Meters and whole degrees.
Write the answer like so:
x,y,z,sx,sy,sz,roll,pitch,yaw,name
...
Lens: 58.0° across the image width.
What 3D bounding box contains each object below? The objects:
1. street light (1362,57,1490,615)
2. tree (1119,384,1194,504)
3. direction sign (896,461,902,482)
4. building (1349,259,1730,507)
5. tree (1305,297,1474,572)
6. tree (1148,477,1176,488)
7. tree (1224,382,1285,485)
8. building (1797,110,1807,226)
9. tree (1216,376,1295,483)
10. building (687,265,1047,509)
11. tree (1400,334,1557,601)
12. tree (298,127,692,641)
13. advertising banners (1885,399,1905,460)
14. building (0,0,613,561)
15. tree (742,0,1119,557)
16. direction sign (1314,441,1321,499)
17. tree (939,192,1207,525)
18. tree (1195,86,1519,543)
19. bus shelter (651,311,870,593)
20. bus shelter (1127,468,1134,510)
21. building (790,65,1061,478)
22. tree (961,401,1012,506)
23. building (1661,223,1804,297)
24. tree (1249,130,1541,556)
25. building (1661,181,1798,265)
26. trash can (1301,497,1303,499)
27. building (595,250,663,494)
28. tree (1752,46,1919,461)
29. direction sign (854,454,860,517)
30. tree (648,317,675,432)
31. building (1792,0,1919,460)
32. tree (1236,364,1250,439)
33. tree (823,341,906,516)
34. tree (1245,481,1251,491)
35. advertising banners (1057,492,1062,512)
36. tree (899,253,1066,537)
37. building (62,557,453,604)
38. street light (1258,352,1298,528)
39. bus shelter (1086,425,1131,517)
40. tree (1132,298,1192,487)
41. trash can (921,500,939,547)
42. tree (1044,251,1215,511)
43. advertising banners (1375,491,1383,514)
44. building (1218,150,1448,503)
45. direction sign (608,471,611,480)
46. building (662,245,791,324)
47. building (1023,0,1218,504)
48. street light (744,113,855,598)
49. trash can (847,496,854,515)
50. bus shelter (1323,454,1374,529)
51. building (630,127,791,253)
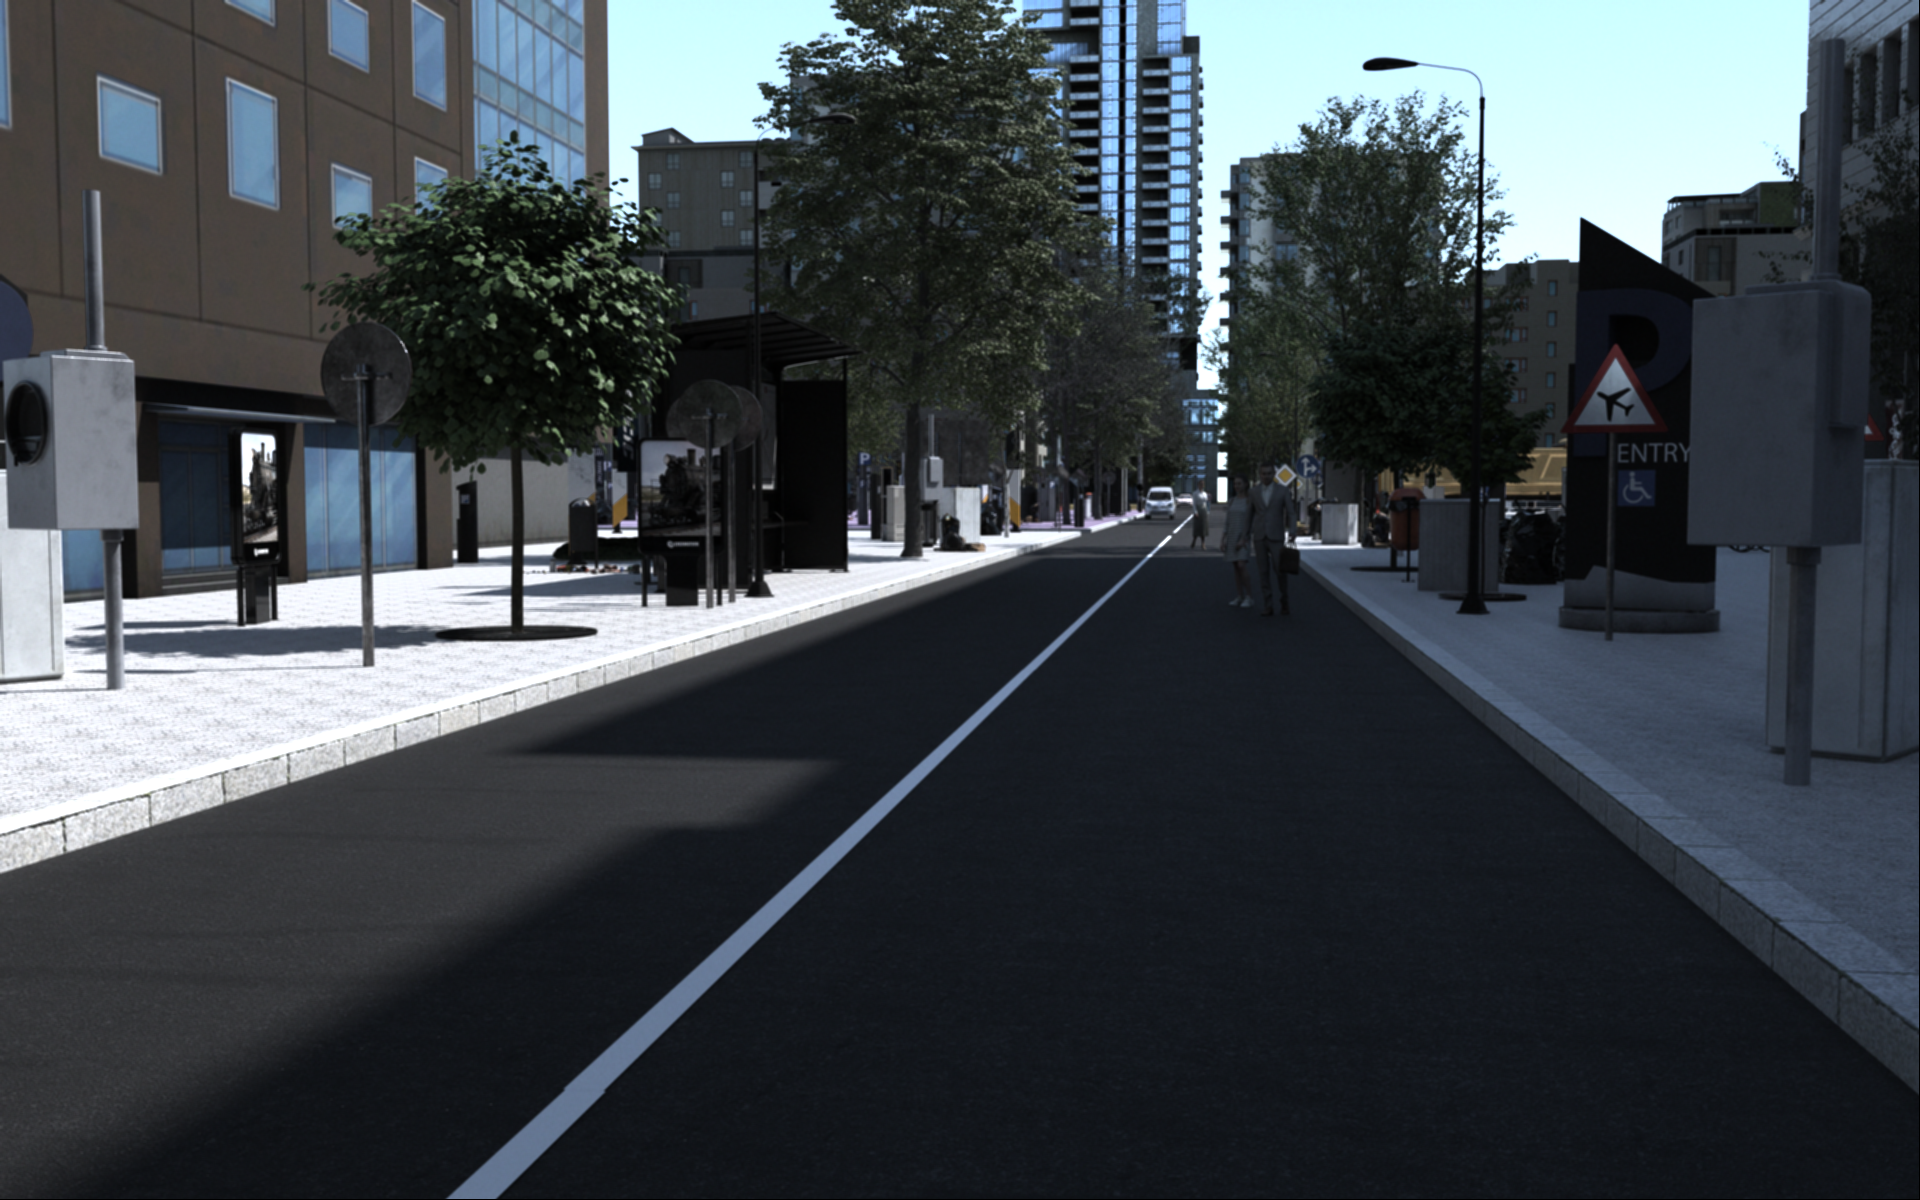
x,y,z,sx,sy,sz,roll,pitch,yaw,name
4.983,-2.813,18.532,1.470,5.913,1.316,1,4,8,street light
17.879,-15.179,165.184,9.611,12.733,9.660,0,3,0,tree
-3.917,-7.725,118.302,0.876,3.537,0.379,0,4,-7,direction sign
50.768,-19.073,156.890,27.650,21.520,28.899,1,4,8,building
7.296,-2.771,29.012,4.285,4.588,4.351,0,3,0,tree
23.477,-13.416,203.063,4.285,4.588,4.351,0,3,0,tree
18.619,-9.609,107.467,4.360,8.622,3.978,0,3,0,tree
98.987,-32.721,185.099,14.200,45.320,14.600,1,4,8,building
28.393,-15.165,166.068,7.486,12.596,7.792,0,3,0,tree
-7.196,-19.158,158.264,27.650,21.520,28.899,1,4,8,building
6.435,-1.613,20.969,1.663,3.219,1.824,0,3,0,tree
-4.111,-1.952,15.626,4.285,4.588,4.351,0,3,0,tree
17.384,-2.147,31.283,0.090,3.025,2.074,-1,4,-9,advertising banners
-17.766,-23.945,41.606,14.200,45.320,14.600,1,4,8,building
-0.553,-7.153,35.084,7.486,12.596,7.792,0,3,0,tree
15.199,-4.998,73.722,0.379,3.537,0.876,2,4,29,direction sign
4.295,-9.856,71.511,12.009,13.543,11.850,0,3,0,tree
10.458,-7.305,45.190,9.928,11.665,9.643,0,3,0,tree
-2.766,-2.089,25.436,1.731,3.624,6.357,1,4,8,bus shelter
11.151,-7.829,121.933,2.014,3.302,5.546,1,4,8,bus shelter
-4.193,-35.276,196.370,30.456,49.044,23.786,1,4,8,building
2.022,-10.893,128.459,4.737,8.622,4.395,0,3,0,tree
85.137,-25.512,188.825,14.107,30.474,14.160,1,4,8,building
9.230,-5.198,35.342,4.737,8.622,4.395,0,3,0,tree
101.381,-33.367,229.142,14.086,41.232,14.154,1,4,8,building
19.794,-5.337,98.917,0.748,1.137,0.748,0,3,0,trash can
-40.070,-26.596,206.546,14.107,30.474,14.160,1,4,8,building
15.082,-4.723,27.585,4.360,8.622,3.978,0,3,0,tree
-5.709,-6.385,96.399,0.379,3.537,0.876,-1,4,-22,direction sign
-11.480,-7.414,71.583,4.360,8.622,3.978,0,3,0,tree
24.375,-15.311,27.821,11.434,29.767,29.804,1,4,8,building
14.551,-7.738,76.872,4.737,8.622,4.395,0,3,0,tree
-5.503,-7.994,81.072,4.737,8.622,4.395,0,3,0,tree
28.984,-10.997,174.407,1.663,3.219,1.824,0,3,0,tree
7.033,-7.655,121.345,0.090,3.025,2.074,2,4,24,advertising banners
1.245,-6.142,50.789,4.360,8.622,3.978,0,3,0,tree
-16.323,-22.822,23.250,14.600,45.320,14.200,1,4,8,building
10.462,-5.151,56.753,1.470,5.913,1.316,1,4,8,street light
8.661,-7.550,101.067,2.179,5.291,8.768,1,4,8,bus shelter
6.728,-10.274,86.104,7.486,12.596,7.792,0,3,0,tree
-0.873,-1.851,41.920,0.748,1.137,0.748,0,3,0,trash can
12.854,-16.994,133.740,12.611,20.169,13.585,0,3,0,tree
23.339,-6.155,96.825,2.074,3.025,0.090,-3,5,-44,advertising banners
51.510,-38.034,241.458,30.456,49.044,23.786,1,4,8,building
-25.635,-8.245,126.804,0.379,3.537,0.876,-1,4,-23,direction sign
-25.896,-26.541,205.650,14.107,30.474,14.160,1,4,8,building
21.028,-56.976,244.221,31.000,86.520,22.319,1,4,8,building
-1.973,-2.986,21.361,1.470,5.913,1.316,1,4,8,street light
-6.853,-5.742,105.530,0.748,1.137,0.748,0,3,0,trash can
14.901,-4.440,66.523,2.014,3.302,5.546,1,4,8,bus shelter
-30.470,-40.771,255.840,27.495,52.752,28.713,1,4,8,building
